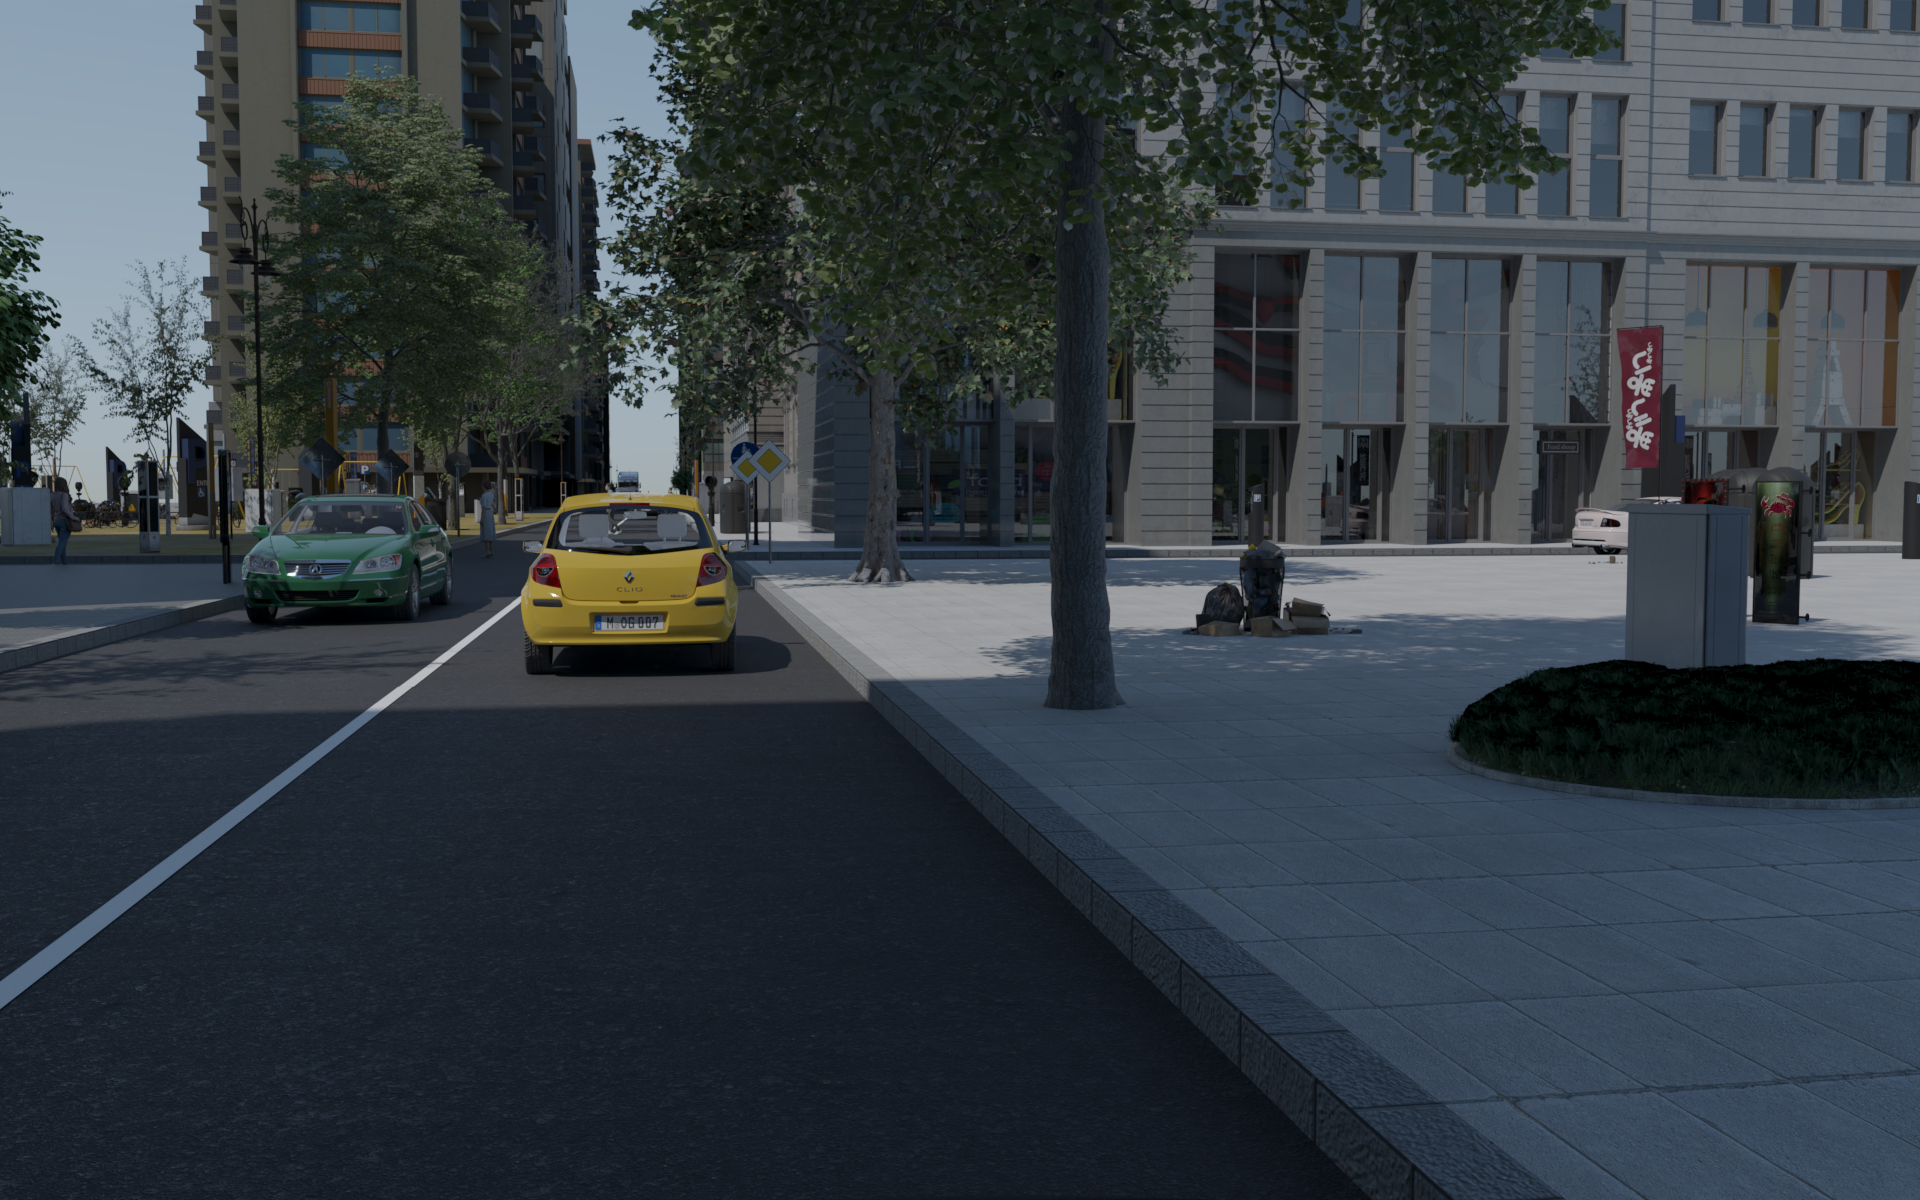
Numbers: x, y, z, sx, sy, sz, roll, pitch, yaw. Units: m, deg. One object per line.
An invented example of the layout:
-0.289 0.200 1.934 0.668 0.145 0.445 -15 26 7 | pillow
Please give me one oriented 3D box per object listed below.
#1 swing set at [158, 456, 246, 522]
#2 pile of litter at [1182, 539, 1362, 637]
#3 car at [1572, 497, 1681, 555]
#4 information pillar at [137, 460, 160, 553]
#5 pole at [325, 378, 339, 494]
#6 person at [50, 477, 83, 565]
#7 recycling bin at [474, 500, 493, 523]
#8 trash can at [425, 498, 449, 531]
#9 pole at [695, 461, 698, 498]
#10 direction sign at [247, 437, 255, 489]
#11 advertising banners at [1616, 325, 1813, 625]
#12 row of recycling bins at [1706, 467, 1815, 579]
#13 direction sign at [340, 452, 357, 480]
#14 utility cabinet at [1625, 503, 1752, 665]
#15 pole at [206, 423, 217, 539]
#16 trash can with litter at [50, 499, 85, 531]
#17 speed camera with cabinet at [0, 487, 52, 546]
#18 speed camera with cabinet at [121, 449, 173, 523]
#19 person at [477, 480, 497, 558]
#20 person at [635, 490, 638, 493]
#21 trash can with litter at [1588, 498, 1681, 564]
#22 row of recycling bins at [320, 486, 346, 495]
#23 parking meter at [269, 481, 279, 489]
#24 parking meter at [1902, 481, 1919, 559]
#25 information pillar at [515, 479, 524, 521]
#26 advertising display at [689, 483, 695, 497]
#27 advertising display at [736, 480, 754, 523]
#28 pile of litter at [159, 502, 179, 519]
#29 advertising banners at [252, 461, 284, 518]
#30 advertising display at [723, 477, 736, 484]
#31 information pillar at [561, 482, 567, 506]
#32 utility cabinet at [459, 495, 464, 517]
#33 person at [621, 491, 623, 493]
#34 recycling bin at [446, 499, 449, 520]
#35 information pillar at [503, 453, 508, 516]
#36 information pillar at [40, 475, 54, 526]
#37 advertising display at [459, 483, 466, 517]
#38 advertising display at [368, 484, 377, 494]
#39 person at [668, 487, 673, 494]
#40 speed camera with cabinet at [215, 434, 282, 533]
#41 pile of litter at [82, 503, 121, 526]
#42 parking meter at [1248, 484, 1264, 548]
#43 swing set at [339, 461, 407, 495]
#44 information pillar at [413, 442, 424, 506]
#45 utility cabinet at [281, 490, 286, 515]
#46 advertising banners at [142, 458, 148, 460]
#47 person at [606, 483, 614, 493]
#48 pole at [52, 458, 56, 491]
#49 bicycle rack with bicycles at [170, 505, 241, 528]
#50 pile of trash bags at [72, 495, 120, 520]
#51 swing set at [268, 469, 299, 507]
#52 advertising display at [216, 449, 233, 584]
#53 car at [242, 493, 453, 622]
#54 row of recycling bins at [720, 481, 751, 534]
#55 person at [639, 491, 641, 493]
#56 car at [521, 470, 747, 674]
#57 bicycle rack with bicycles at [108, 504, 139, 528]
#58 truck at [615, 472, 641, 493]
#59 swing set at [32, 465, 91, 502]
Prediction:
-31.395 -4.474 70.769 3.119 2.851 2.862 1 4 19 | swing set
2.908 -0.123 15.976 1.719 0.858 1.176 0 4 5 | pile of litter
16.182 -1.619 38.829 4.827 1.381 2.083 -1 4 -10 | car
-17.708 -2.038 37.807 0.304 2.012 0.304 2 4 23 | information pillar
-11.111 -2.252 30.670 0.158 3.312 0.155 0 3 0 | pole
-16.597 -1.400 31.980 0.593 1.750 0.643 2 4 28 | person
-21.308 -3.970 77.465 0.722 1.027 0.722 -1 4 -21 | recycling bin
-17.426 -2.818 57.734 0.748 1.137 0.748 0 3 0 | trash can
-15.853 -6.752 104.239 0.158 3.312 0.155 0 3 0 | pole
-28.106 -4.692 68.709 0.379 3.537 0.876 -3 4 -39 | direction sign
7.605 -1.310 17.605 0.090 3.025 2.074 -3 5 -40 | advertising banners
12.636 -1.256 27.651 1.069 1.692 3.534 0 4 8 | row of recycling bins
-32.895 -6.192 93.229 0.876 3.537 0.379 -1 4 -12 | direction sign
4.661 0.002 11.132 0.306 1.237 1.020 0 4 -6 | utility cabinet
-21.463 -3.413 49.639 0.158 3.312 0.155 0 3 0 | pole
-31.847 -3.078 61.387 1.678 1.210 2.233 1 4 20 | trash can with litter
-23.562 -2.953 42.625 0.660 3.252 2.038 2 4 34 | speed camera with cabinet
-35.867 -5.018 76.385 2.038 3.252 0.660 0 4 -7 | speed camera with cabinet
-10.722 -1.832 39.015 0.524 1.755 0.480 1 4 12 | person
-25.844 -7.914 138.422 0.617 1.759 0.750 0 4 -7 | person
12.689 -1.274 31.896 2.233 1.210 1.678 0 4 7 | trash can with litter
-33.106 -5.116 90.759 3.534 1.692 1.069 1 4 16 | row of recycling bins
-31.510 -4.519 79.590 0.255 1.863 0.399 3 5 43 | parking meter
18.775 -1.571 34.095 0.372 1.533 0.369 0 3 0 | parking meter
-20.884 -4.746 82.082 0.304 2.012 0.304 0 4 2 | information pillar
-15.248 -5.712 98.605 0.123 1.923 0.974 0 4 2 | advertising display
-9.703 -4.435 77.732 0.974 1.923 0.123 -3 4 -38 | advertising display
-40.379 -4.538 88.161 1.176 0.858 1.719 -3 5 -40 | pile of litter
-37.058 -5.895 92.572 0.090 3.025 2.074 2 4 32 | advertising banners
-8.637 -3.633 64.609 0.123 1.923 0.974 -2 4 -24 | advertising display
-24.688 -6.328 107.951 0.304 2.012 0.304 0 4 -1 | information pillar
-27.831 -5.174 95.755 0.306 1.237 1.020 1 4 20 | utility cabinet
-32.182 -9.489 164.582 0.756 1.711 0.436 2 4 24 | person
-25.829 -4.482 85.837 0.722 1.027 0.722 3 4 37 | recycling bin
-26.089 -6.612 99.465 0.183 3.616 0.504 0 4 1 | information pillar
-35.197 -3.811 66.801 0.304 2.012 0.304 1 4 18 | information pillar
-27.993 -5.595 96.691 0.974 1.923 0.123 2 4 29 | advertising display
-36.319 -6.260 107.559 0.974 1.923 0.123 0 4 0 | advertising display
-15.656 -5.166 93.138 0.473 1.802 0.592 2 4 33 | person
-23.330 -3.818 56.755 2.038 3.252 0.660 1 4 10 | speed camera with cabinet
-34.749 -3.404 69.612 1.176 0.858 1.719 0 4 -3 | pile of litter
7.071 -2.014 41.348 0.372 1.533 0.369 0 3 0 | parking meter
-28.216 -5.208 82.764 3.119 2.851 2.862 0 4 -5 | swing set
-24.597 -5.340 78.660 0.504 3.616 0.183 -3 5 -43 | information pillar
-41.259 -5.871 104.677 1.173 1.500 0.318 2 4 31 | utility cabinet
-37.065 -5.001 77.961 0.090 3.025 2.074 0 4 6 | advertising banners
-12.327 -3.241 61.505 0.620 1.820 0.660 -1 4 -8 | person
-51.283 -6.379 98.141 0.158 3.312 0.155 0 3 0 | pole
-28.229 -3.162 65.085 2.852 0.926 2.925 2 4 25 | bicycle rack with bicycles
-43.522 -4.666 86.034 3.447 1.369 1.912 0 4 7 | pile of trash bags
-41.425 -6.761 108.167 3.119 2.851 2.862 0 4 6 | swing set
-10.632 -1.216 25.090 0.123 1.923 0.974 -1 4 -20 | advertising display
-7.320 -0.565 21.035 2.131 1.459 4.920 -1 4 -9 | car
-7.423 -3.064 57.214 1.069 1.692 3.534 0 4 -6 | row of recycling bins
-32.143 -10.140 174.739 0.568 1.767 0.683 1 4 16 | person
-2.876 -0.312 15.319 2.015 1.641 3.980 -1 4 -9 | car
-32.148 -3.166 65.148 2.852 0.926 2.925 3 4 37 | bicycle rack with bicycles
-40.465 -13.627 212.560 2.967 4.110 18.799 -1 4 -9 | truck
-49.536 -5.930 94.574 2.862 2.851 3.119 1 4 22 | swing set
